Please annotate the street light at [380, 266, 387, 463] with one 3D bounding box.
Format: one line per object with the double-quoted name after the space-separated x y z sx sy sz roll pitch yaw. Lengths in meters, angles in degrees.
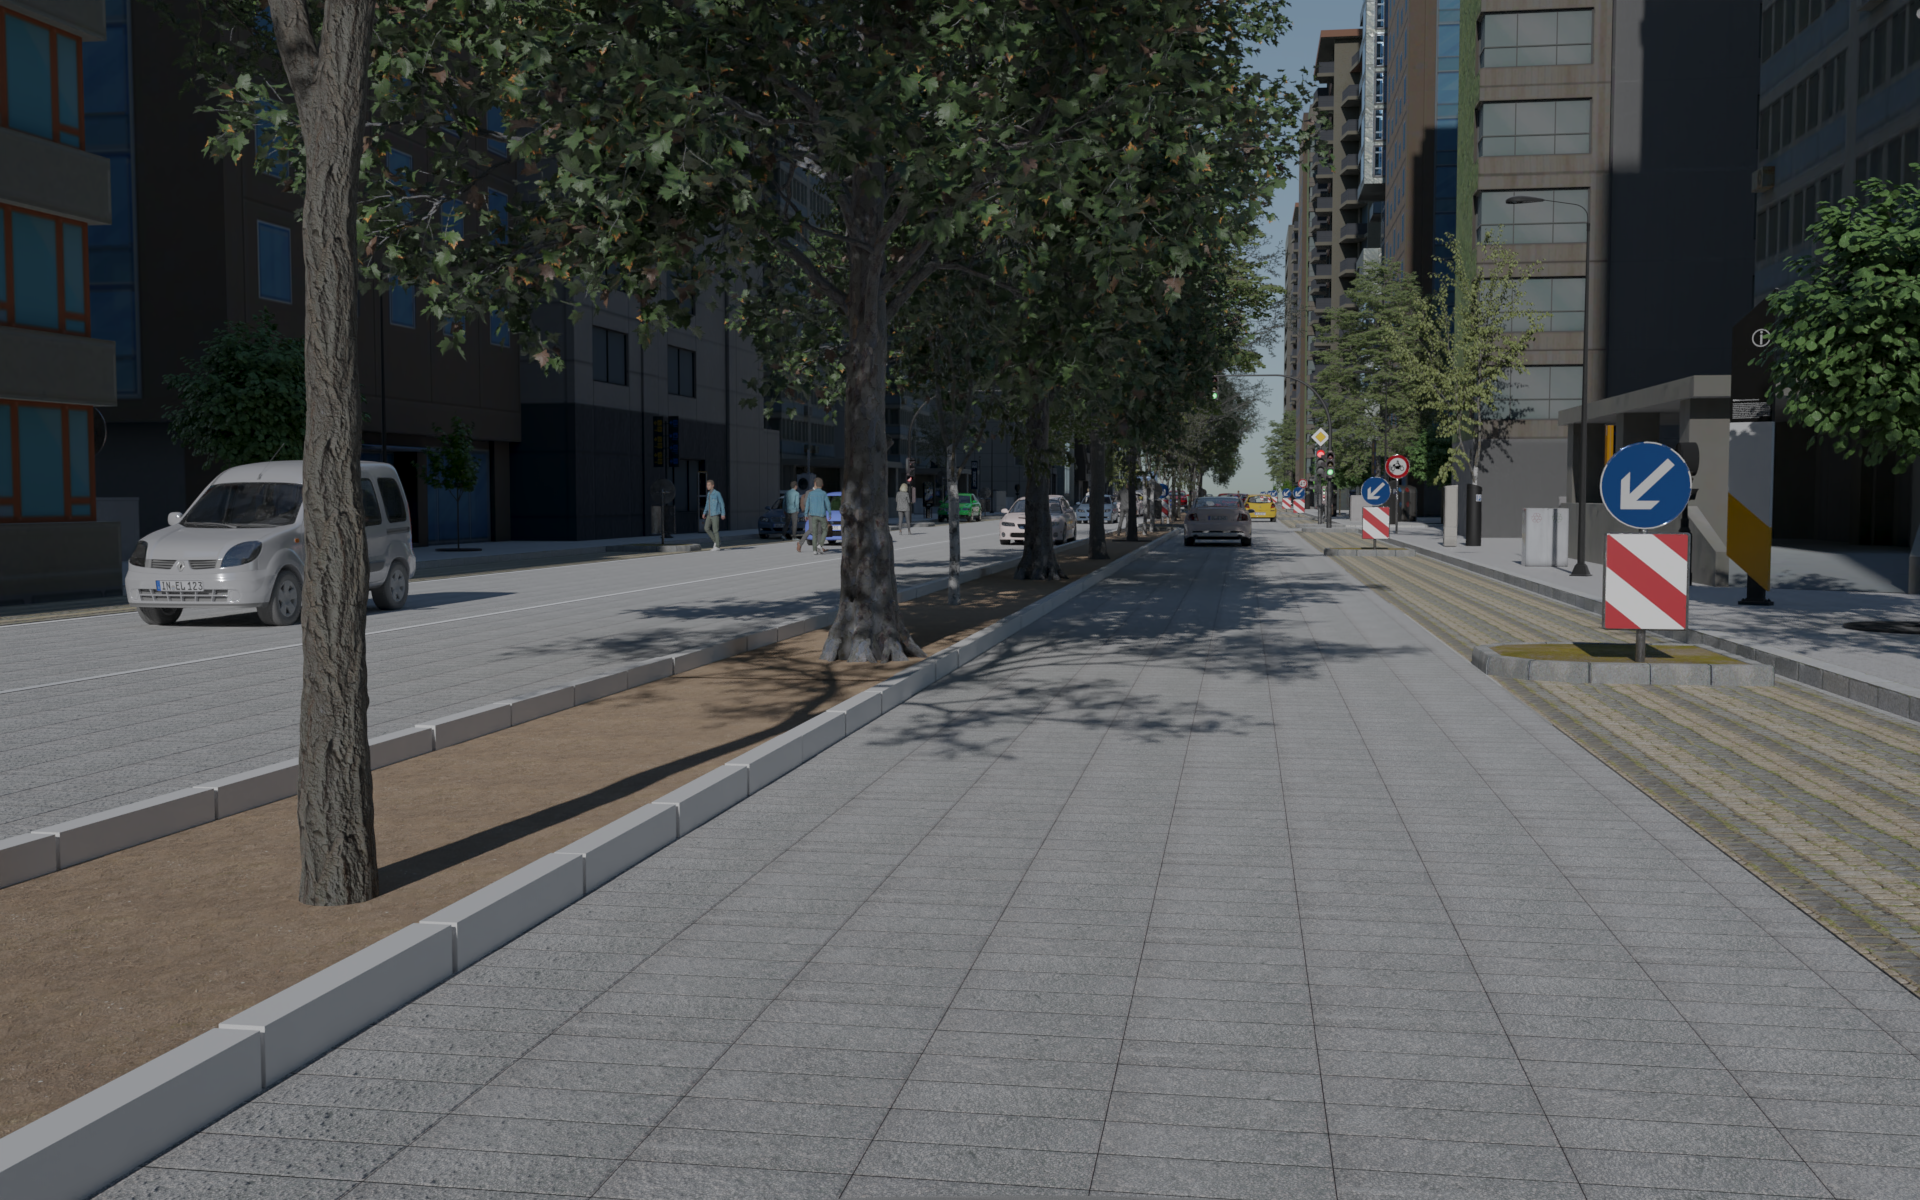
-10.626 -3.724 33.428 1.470 5.913 1.316 1 4 9 "street light"

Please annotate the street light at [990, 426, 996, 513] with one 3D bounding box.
2.660 -8.713 115.004 1.470 5.913 1.316 1 4 9 "street light"

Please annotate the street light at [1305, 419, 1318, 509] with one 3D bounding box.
22.352 -8.274 107.816 1.470 5.913 1.316 1 4 9 "street light"

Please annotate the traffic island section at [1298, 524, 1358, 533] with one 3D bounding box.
13.975 -2.646 65.545 2.009 0.180 2.903 1 4 9 "traffic island section"

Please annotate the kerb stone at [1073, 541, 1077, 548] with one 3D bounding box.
2.903 -1.425 45.487 0.120 0.150 1.000 1 4 9 "kerb stone"

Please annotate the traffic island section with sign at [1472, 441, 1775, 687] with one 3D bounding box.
5.204 -0.322 13.891 1.989 1.847 2.006 1 4 9 "traffic island section with sign"

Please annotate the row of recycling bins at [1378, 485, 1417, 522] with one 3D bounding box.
20.260 -4.479 80.351 1.069 1.692 3.534 2 4 34 "row of recycling bins"

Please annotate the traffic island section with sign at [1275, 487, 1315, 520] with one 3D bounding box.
18.540 -5.309 95.428 1.989 1.847 2.006 1 4 9 "traffic island section with sign"

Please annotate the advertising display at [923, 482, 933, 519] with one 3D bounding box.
-1.690 -5.259 91.205 0.123 1.923 0.974 2 4 27 "advertising display"

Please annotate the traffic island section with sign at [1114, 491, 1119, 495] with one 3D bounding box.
18.266 -11.805 201.640 1.989 1.847 2.006 1 4 9 "traffic island section with sign"

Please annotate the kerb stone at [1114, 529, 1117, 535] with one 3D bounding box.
5.221 -2.292 59.675 0.120 0.150 1.000 1 4 9 "kerb stone"

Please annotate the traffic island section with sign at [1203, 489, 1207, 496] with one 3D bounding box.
20.777 -8.574 148.317 2.006 1.907 1.989 1 4 9 "traffic island section with sign"

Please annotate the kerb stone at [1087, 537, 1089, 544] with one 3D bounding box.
3.563 -1.673 49.553 0.120 0.150 1.000 1 4 9 "kerb stone"

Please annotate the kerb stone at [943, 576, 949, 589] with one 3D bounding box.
-0.251 -0.250 26.282 0.120 0.150 1.000 1 4 9 "kerb stone"

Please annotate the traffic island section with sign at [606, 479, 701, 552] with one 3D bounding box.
-7.601 -2.131 43.467 1.989 1.847 2.006 1 4 9 "traffic island section with sign"

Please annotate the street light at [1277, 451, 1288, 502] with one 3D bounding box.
34.898 -12.978 184.732 1.470 5.913 1.316 1 4 9 "street light"

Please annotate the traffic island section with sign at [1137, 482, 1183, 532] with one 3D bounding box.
7.450 -3.591 66.851 2.006 1.907 1.989 1 4 9 "traffic island section with sign"

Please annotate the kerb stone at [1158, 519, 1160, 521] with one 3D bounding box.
10.766 -4.365 93.590 0.120 0.150 1.000 1 4 9 "kerb stone"

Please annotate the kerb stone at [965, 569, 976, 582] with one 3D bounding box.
0.082 -0.373 28.299 0.120 0.150 1.000 1 4 9 "kerb stone"

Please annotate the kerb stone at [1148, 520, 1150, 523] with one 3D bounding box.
8.622 -3.560 80.452 0.120 0.150 1.000 1 4 9 "kerb stone"

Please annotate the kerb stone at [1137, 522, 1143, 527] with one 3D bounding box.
8.124 -3.377 77.427 0.120 0.150 1.000 1 4 9 "kerb stone"

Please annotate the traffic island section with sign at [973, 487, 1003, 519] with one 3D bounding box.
1.425 -5.508 98.686 1.989 1.847 2.006 1 4 9 "traffic island section with sign"

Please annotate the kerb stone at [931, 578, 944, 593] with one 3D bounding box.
-0.414 -0.188 25.272 0.120 0.150 1.000 1 4 9 "kerb stone"

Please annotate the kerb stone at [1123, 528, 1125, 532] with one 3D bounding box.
5.882 -2.540 63.720 0.120 0.150 1.000 1 4 9 "kerb stone"

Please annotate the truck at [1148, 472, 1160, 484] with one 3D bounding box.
23.088 -13.460 209.829 2.967 4.110 18.799 1 4 9 "truck"

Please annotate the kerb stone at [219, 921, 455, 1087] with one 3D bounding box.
-1.654 1.071 4.680 0.120 0.150 1.000 1 4 9 "kerb stone"

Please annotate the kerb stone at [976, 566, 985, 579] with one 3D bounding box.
0.249 -0.435 29.307 0.120 0.150 1.000 1 4 9 "kerb stone"

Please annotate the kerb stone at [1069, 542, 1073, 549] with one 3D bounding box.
2.736 -1.363 44.479 0.120 0.150 1.000 1 4 9 "kerb stone"

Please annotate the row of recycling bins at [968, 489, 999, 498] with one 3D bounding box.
1.623 -7.909 136.424 3.534 1.692 1.069 -3 4 -36 "row of recycling bins"

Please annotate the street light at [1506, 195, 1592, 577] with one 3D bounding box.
9.188 -3.333 27.037 1.470 5.913 1.316 1 4 9 "street light"

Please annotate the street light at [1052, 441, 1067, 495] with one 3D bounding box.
8.659 -10.969 151.876 1.470 5.913 1.316 1 4 9 "street light"

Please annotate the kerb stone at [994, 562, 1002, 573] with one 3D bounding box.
0.591 -0.557 31.332 0.120 0.150 1.000 1 4 9 "kerb stone"

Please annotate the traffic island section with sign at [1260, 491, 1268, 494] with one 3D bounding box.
31.109 -10.006 172.225 1.989 1.847 2.006 1 4 9 "traffic island section with sign"

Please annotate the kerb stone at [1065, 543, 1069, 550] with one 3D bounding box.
2.567 -1.300 43.465 0.120 0.150 1.000 1 4 9 "kerb stone"

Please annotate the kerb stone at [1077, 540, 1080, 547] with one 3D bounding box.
3.055 -1.487 46.514 0.120 0.150 1.000 1 4 9 "kerb stone"

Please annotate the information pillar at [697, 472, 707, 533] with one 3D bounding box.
-8.424 -3.187 56.597 0.304 2.012 0.304 -1 4 -15 "information pillar"

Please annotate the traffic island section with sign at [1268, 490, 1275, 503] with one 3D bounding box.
23.002 -6.976 122.681 1.989 1.847 2.006 1 4 9 "traffic island section with sign"

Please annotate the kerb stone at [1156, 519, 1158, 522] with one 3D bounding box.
9.780 -3.995 87.519 0.120 0.150 1.000 1 4 9 "kerb stone"

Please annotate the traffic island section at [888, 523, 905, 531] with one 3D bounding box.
-3.534 -2.821 68.403 2.009 0.180 2.903 1 4 9 "traffic island section"

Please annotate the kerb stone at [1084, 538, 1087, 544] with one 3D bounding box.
3.396 -1.607 48.538 0.120 0.150 1.000 1 4 9 "kerb stone"

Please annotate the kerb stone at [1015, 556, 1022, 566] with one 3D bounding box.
1.079 -0.741 34.367 0.120 0.150 1.000 1 4 9 "kerb stone"

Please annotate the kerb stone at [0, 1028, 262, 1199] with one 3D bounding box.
-1.816 1.136 3.670 0.120 0.150 1.000 1 4 9 "kerb stone"

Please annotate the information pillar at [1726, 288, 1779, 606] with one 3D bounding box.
9.140 -1.750 19.965 0.504 3.616 0.183 3 5 43 "information pillar"

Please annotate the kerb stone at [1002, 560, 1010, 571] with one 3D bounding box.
0.752 -0.619 32.341 0.120 0.150 1.000 1 4 9 "kerb stone"

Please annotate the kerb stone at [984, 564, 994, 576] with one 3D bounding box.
0.413 -0.497 30.324 0.120 0.150 1.000 1 4 9 "kerb stone"

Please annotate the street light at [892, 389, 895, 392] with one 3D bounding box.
-3.564 -6.372 76.724 1.470 5.913 1.316 1 4 9 "street light"

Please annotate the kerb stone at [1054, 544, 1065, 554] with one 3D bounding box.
2.400 -1.238 42.452 0.120 0.150 1.000 1 4 9 "kerb stone"

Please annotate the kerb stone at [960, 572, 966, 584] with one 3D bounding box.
-0.082 -0.312 27.290 0.120 0.150 1.000 1 4 9 "kerb stone"

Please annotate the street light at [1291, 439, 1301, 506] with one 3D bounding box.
28.772 -10.659 146.819 1.470 5.913 1.316 1 4 9 "street light"

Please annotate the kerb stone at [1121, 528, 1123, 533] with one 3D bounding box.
5.715 -2.478 62.706 0.120 0.150 1.000 1 4 9 "kerb stone"

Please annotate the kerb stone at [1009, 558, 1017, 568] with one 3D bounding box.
0.918 -0.678 33.354 0.120 0.150 1.000 1 4 9 "kerb stone"

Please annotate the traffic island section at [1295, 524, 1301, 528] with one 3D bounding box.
15.264 -3.128 73.425 2.009 0.180 2.903 1 4 9 "traffic island section"

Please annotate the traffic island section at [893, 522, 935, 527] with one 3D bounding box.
-2.245 -3.303 76.284 2.009 0.180 2.903 1 4 9 "traffic island section"

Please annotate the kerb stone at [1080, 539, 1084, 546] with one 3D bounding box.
3.228 -1.549 47.529 0.120 0.150 1.000 1 4 9 "kerb stone"

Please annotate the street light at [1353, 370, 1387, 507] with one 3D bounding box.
15.440 -5.661 65.103 1.470 5.913 1.316 1 4 9 "street light"

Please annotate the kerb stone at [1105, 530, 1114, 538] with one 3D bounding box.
5.049 -2.228 58.664 0.120 0.150 1.000 1 4 9 "kerb stone"

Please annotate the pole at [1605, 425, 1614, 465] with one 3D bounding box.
16.865 -3.132 45.051 0.158 3.312 0.155 0 3 0 "pole"

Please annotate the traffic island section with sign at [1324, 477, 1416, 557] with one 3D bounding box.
9.550 -1.949 40.495 1.989 1.847 2.006 1 4 9 "traffic island section with sign"
